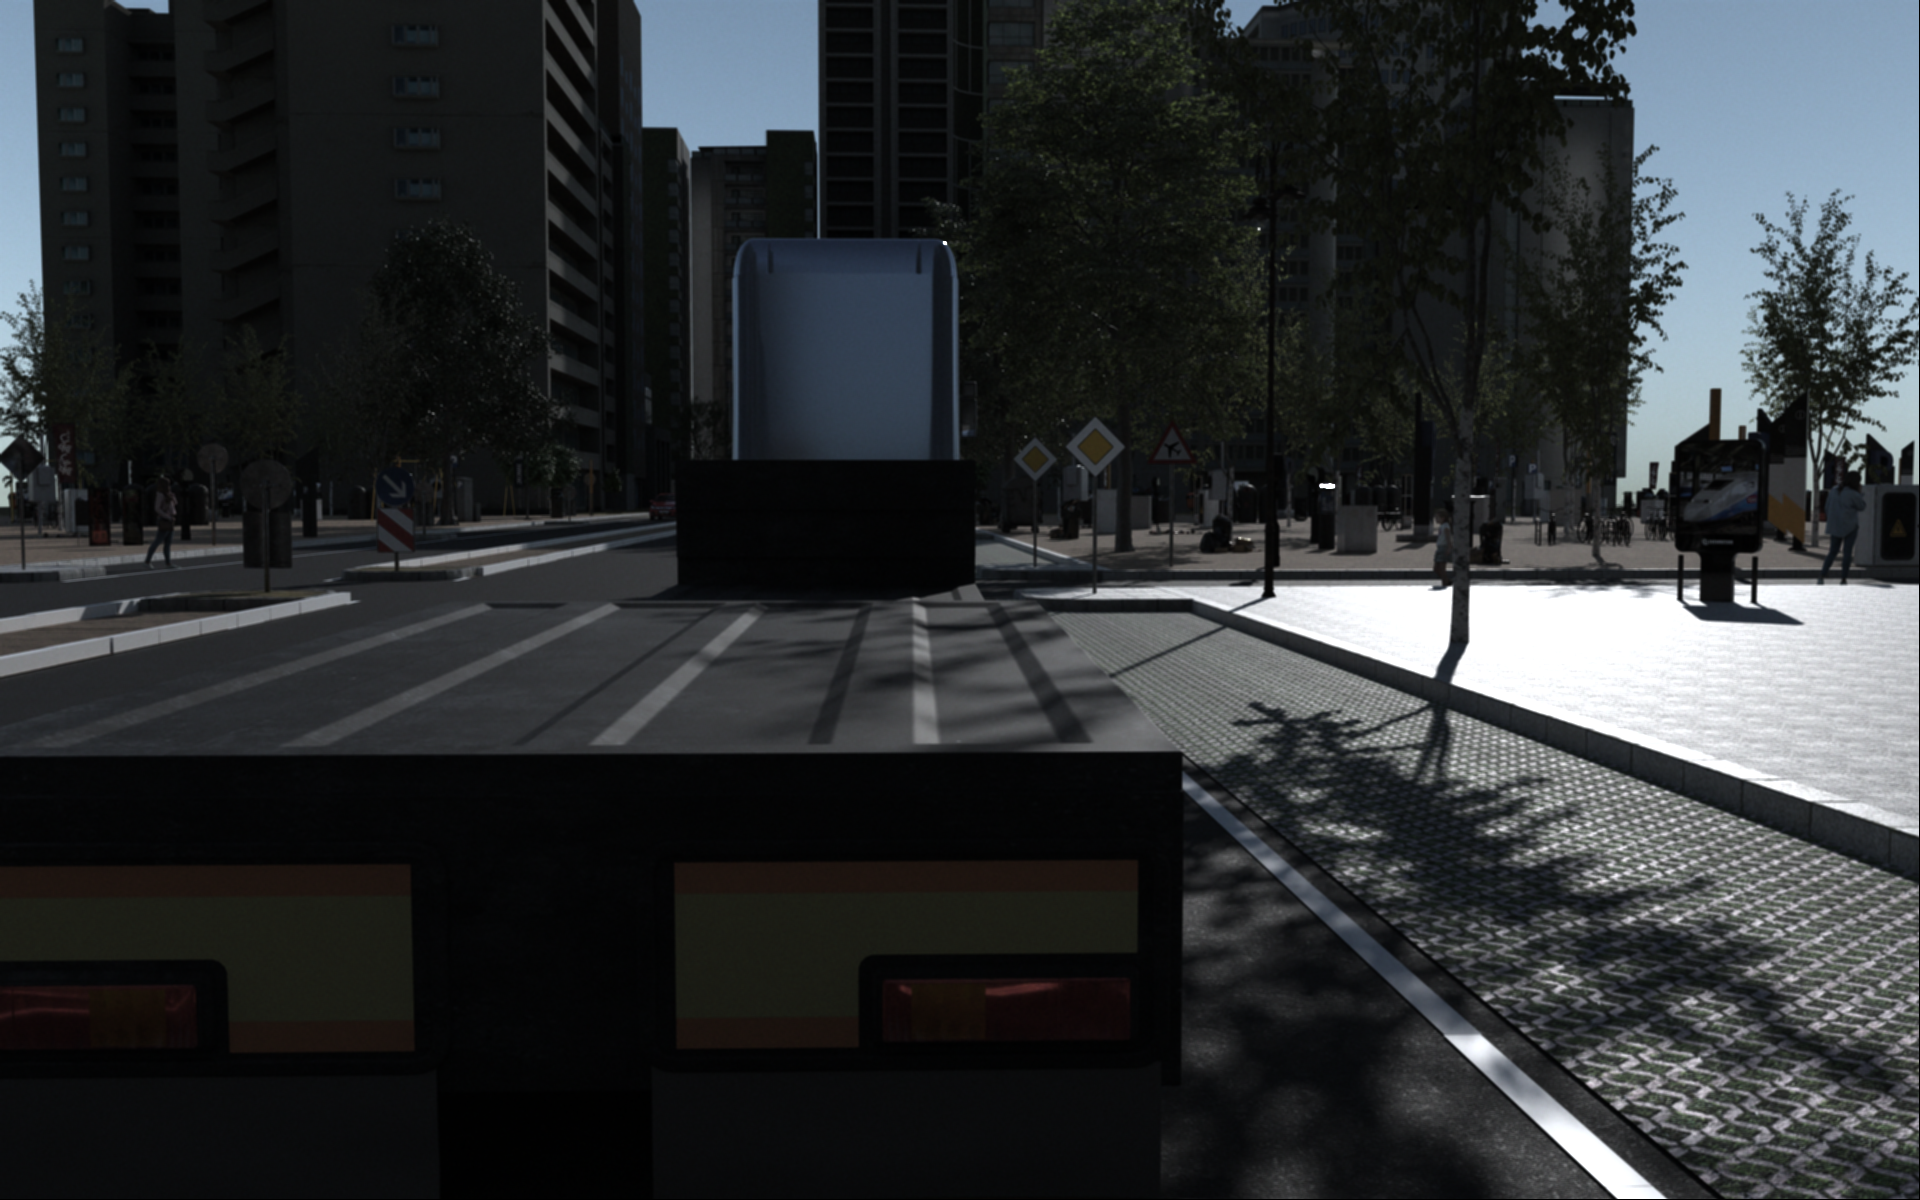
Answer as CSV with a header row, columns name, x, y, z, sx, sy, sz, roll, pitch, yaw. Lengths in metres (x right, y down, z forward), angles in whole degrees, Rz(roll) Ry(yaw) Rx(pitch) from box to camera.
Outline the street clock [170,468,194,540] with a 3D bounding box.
name,x,y,z,sx,sy,sz,roll,pitch,yaw
street clock,-21.569,-2.669,48.201,0.358,2.002,0.471,3,4,36

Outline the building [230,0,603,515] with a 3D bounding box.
name,x,y,z,sx,sy,sz,roll,pitch,yaw
building,-36.104,-29.965,113.636,21.300,48.544,21.600,0,4,-3

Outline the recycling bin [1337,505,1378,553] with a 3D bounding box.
name,x,y,z,sx,sy,sz,roll,pitch,yaw
recycling bin,8.773,-1.573,38.267,0.722,1.027,0.722,0,4,-3

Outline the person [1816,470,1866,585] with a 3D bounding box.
name,x,y,z,sx,sy,sz,roll,pitch,yaw
person,13.570,-1.096,26.689,0.793,1.790,0.793,2,4,27

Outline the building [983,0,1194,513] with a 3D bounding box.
name,x,y,z,sx,sy,sz,roll,pitch,yaw
building,8.518,-26.895,123.333,14.154,41.232,14.086,0,4,-3

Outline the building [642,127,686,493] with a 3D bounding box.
name,x,y,z,sx,sy,sz,roll,pitch,yaw
building,-37.978,-31.351,196.188,14.086,41.232,14.154,0,4,-3

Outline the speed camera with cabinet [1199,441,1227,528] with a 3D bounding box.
name,x,y,z,sx,sy,sz,roll,pitch,yaw
speed camera with cabinet,9.593,-4.373,65.833,0.660,3.252,2.038,0,4,-6

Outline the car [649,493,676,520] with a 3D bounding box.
name,x,y,z,sx,sy,sz,roll,pitch,yaw
car,-16.089,-5.325,96.097,2.155,1.783,4.494,0,4,-1

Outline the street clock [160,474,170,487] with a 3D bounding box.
name,x,y,z,sx,sy,sz,roll,pitch,yaw
street clock,-28.410,-3.511,61.971,0.358,2.002,0.471,-3,5,-41

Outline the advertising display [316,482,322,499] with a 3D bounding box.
name,x,y,z,sx,sy,sz,roll,pitch,yaw
advertising display,-34.728,-5.383,93.226,0.123,1.923,0.974,1,4,17

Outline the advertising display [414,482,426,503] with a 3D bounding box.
name,x,y,z,sx,sy,sz,roll,pitch,yaw
advertising display,-28.647,-5.303,91.923,0.974,1.923,0.123,3,5,41

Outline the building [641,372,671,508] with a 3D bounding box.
name,x,y,z,sx,sy,sz,roll,pitch,yaw
building,-44.389,-51.976,162.472,31.000,86.520,22.319,0,4,-3

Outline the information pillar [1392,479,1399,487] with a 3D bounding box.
name,x,y,z,sx,sy,sz,roll,pitch,yaw
information pillar,21.933,-5.052,87.099,0.304,2.012,0.304,-1,4,-13

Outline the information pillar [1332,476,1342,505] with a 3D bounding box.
name,x,y,z,sx,sy,sz,roll,pitch,yaw
information pillar,15.344,-4.040,70.545,0.304,2.012,0.304,2,4,31

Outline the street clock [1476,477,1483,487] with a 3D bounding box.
name,x,y,z,sx,sy,sz,roll,pitch,yaw
street clock,22.554,-4.335,75.446,0.358,2.002,0.471,-1,4,-18

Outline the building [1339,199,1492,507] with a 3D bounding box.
name,x,y,z,sx,sy,sz,roll,pitch,yaw
building,43.803,-24.560,173.251,14.107,30.474,14.160,0,4,-3

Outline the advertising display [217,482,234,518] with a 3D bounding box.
name,x,y,z,sx,sy,sz,roll,pitch,yaw
advertising display,-40.190,-5.474,94.719,0.123,1.923,0.974,3,4,38

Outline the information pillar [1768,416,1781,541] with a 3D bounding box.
name,x,y,z,sx,sy,sz,roll,pitch,yaw
information pillar,22.459,-3.434,47.494,0.504,3.616,0.183,2,4,26

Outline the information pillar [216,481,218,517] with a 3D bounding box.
name,x,y,z,sx,sy,sz,roll,pitch,yaw
information pillar,-40.428,-5.462,93.798,0.304,2.012,0.304,0,4,8

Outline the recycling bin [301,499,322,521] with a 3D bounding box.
name,x,y,z,sx,sy,sz,roll,pitch,yaw
recycling bin,-30.984,-4.293,82.738,0.722,1.027,0.722,1,4,9

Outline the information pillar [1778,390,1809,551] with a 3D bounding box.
name,x,y,z,sx,sy,sz,roll,pitch,yaw
information pillar,18.919,-2.926,39.197,0.504,3.616,0.183,3,5,44

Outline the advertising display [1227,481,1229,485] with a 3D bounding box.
name,x,y,z,sx,sy,sz,roll,pitch,yaw
advertising display,13.826,-5.073,88.164,0.123,1.923,0.974,-2,4,-27

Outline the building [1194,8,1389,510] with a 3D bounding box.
name,x,y,z,sx,sy,sz,roll,pitch,yaw
building,16.011,-27.579,142.791,32.217,40.220,23.993,0,4,-3

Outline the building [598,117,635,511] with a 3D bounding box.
name,x,y,z,sx,sy,sz,roll,pitch,yaw
building,-33.063,-22.079,132.695,14.160,30.474,14.107,0,4,-3

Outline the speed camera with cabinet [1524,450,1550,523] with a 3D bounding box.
name,x,y,z,sx,sy,sz,roll,pitch,yaw
speed camera with cabinet,26.404,-5.134,78.271,2.038,3.252,0.660,-2,4,-32

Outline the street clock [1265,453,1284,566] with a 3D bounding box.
name,x,y,z,sx,sy,sz,roll,pitch,yaw
street clock,5.576,-1.601,30.748,0.358,2.002,0.471,0,4,-2

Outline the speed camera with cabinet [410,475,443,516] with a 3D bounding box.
name,x,y,z,sx,sy,sz,roll,pitch,yaw
speed camera with cabinet,-30.954,-6.462,99.993,2.038,3.252,0.660,-1,4,-20

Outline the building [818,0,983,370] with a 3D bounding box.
name,x,y,z,sx,sy,sz,roll,pitch,yaw
building,-5.741,-46.617,200.433,20.611,71.187,20.563,0,4,-3

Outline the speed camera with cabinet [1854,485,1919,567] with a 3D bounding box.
name,x,y,z,sx,sy,sz,roll,pitch,yaw
speed camera with cabinet,16.961,-2.220,30.634,2.038,3.252,0.660,0,4,-8

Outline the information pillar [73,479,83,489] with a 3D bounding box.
name,x,y,z,sx,sy,sz,roll,pitch,yaw
information pillar,-42.223,-4.798,82.937,0.304,2.012,0.304,0,4,7

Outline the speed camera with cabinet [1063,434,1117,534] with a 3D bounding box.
name,x,y,z,sx,sy,sz,roll,pitch,yaw
speed camera with cabinet,4.397,-3.800,56.464,2.038,3.252,0.660,2,4,29

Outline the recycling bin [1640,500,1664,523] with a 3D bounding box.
name,x,y,z,sx,sy,sz,roll,pitch,yaw
recycling bin,30.463,-3.894,76.218,0.722,1.027,0.722,-3,4,-39

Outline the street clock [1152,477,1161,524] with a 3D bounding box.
name,x,y,z,sx,sy,sz,roll,pitch,yaw
street clock,8.346,-4.226,73.671,0.358,2.002,0.471,2,4,27

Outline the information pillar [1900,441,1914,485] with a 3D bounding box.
name,x,y,z,sx,sy,sz,roll,pitch,yaw
information pillar,41.286,-5.147,75.501,0.504,3.616,0.183,1,4,18

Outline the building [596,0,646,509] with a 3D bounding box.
name,x,y,z,sx,sy,sz,roll,pitch,yaw
building,-34.636,-30.357,146.455,14.600,45.320,14.200,0,4,-3

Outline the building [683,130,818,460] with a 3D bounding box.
name,x,y,z,sx,sy,sz,roll,pitch,yaw
building,-23.246,-31.442,197.669,14.086,41.232,14.154,0,4,-3

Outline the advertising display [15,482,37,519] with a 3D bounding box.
name,x,y,z,sx,sy,sz,roll,pitch,yaw
advertising display,-48.755,-5.212,90.437,0.123,1.923,0.974,3,5,41

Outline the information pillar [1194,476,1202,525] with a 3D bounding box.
name,x,y,z,sx,sy,sz,roll,pitch,yaw
information pillar,9.752,-4.064,70.933,0.304,2.012,0.304,1,4,14

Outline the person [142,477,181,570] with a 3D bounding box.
name,x,y,z,sx,sy,sz,roll,pitch,yaw
person,-15.185,-1.456,32.893,0.643,1.750,0.593,-1,4,-16

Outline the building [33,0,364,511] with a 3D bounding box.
name,x,y,z,sx,sy,sz,roll,pitch,yaw
building,-71.042,-33.013,163.461,21.600,48.544,21.300,0,4,-3

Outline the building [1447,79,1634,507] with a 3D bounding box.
name,x,y,z,sx,sy,sz,roll,pitch,yaw
building,57.853,-30.035,174.660,14.086,41.232,14.154,0,4,-3

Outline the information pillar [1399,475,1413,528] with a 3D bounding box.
name,x,y,z,sx,sy,sz,roll,pitch,yaw
information pillar,16.894,-3.730,65.483,0.304,2.012,0.304,-1,4,-15

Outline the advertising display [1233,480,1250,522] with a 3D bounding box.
name,x,y,z,sx,sy,sz,roll,pitch,yaw
advertising display,13.110,-4.629,80.904,0.974,1.923,0.123,-2,4,-30

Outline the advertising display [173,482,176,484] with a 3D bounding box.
name,x,y,z,sx,sy,sz,roll,pitch,yaw
advertising display,-40.286,-5.177,89.861,0.123,1.923,0.974,3,4,39

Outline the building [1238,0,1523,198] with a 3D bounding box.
name,x,y,z,sx,sy,sz,roll,pitch,yaw
building,47.944,-40.464,203.584,28.212,58.520,21.231,0,4,-3

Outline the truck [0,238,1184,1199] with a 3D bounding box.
name,x,y,z,sx,sy,sz,roll,pitch,yaw
truck,-1.046,-1.392,12.513,2.967,4.110,18.799,0,4,-2

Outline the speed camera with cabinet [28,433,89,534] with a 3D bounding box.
name,x,y,z,sx,sy,sz,roll,pitch,yaw
speed camera with cabinet,-29.298,-3.812,56.667,2.038,3.252,0.660,-3,5,-43

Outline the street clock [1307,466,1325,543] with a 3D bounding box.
name,x,y,z,sx,sy,sz,roll,pitch,yaw
street clock,9.267,-2.479,45.099,0.358,2.002,0.471,-2,4,-27

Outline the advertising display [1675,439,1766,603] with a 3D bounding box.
name,x,y,z,sx,sy,sz,roll,pitch,yaw
advertising display,9.045,-0.944,20.644,0.974,1.923,0.123,3,5,41

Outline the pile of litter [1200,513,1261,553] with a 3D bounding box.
name,x,y,z,sx,sy,sz,roll,pitch,yaw
pile of litter,6.017,-1.491,38.343,1.719,0.858,1.176,-2,4,-28

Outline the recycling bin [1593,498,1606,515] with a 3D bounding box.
name,x,y,z,sx,sy,sz,roll,pitch,yaw
recycling bin,38.651,-5.631,104.627,0.722,1.027,0.722,1,4,22

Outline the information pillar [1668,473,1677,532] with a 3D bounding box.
name,x,y,z,sx,sy,sz,roll,pitch,yaw
information pillar,24.465,-3.355,59.339,0.304,2.012,0.304,2,4,33

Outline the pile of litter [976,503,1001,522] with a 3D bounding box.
name,x,y,z,sx,sy,sz,roll,pitch,yaw
pile of litter,1.289,-4.075,80.592,1.719,0.858,1.176,-3,5,-45

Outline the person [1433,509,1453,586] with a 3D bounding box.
name,x,y,z,sx,sy,sz,roll,pitch,yaw
person,6.995,-0.693,24.839,0.382,1.210,0.505,0,4,2

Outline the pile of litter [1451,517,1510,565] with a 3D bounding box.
name,x,y,z,sx,sy,sz,roll,pitch,yaw
pile of litter,9.645,-1.119,32.253,1.176,0.858,1.719,1,4,20
